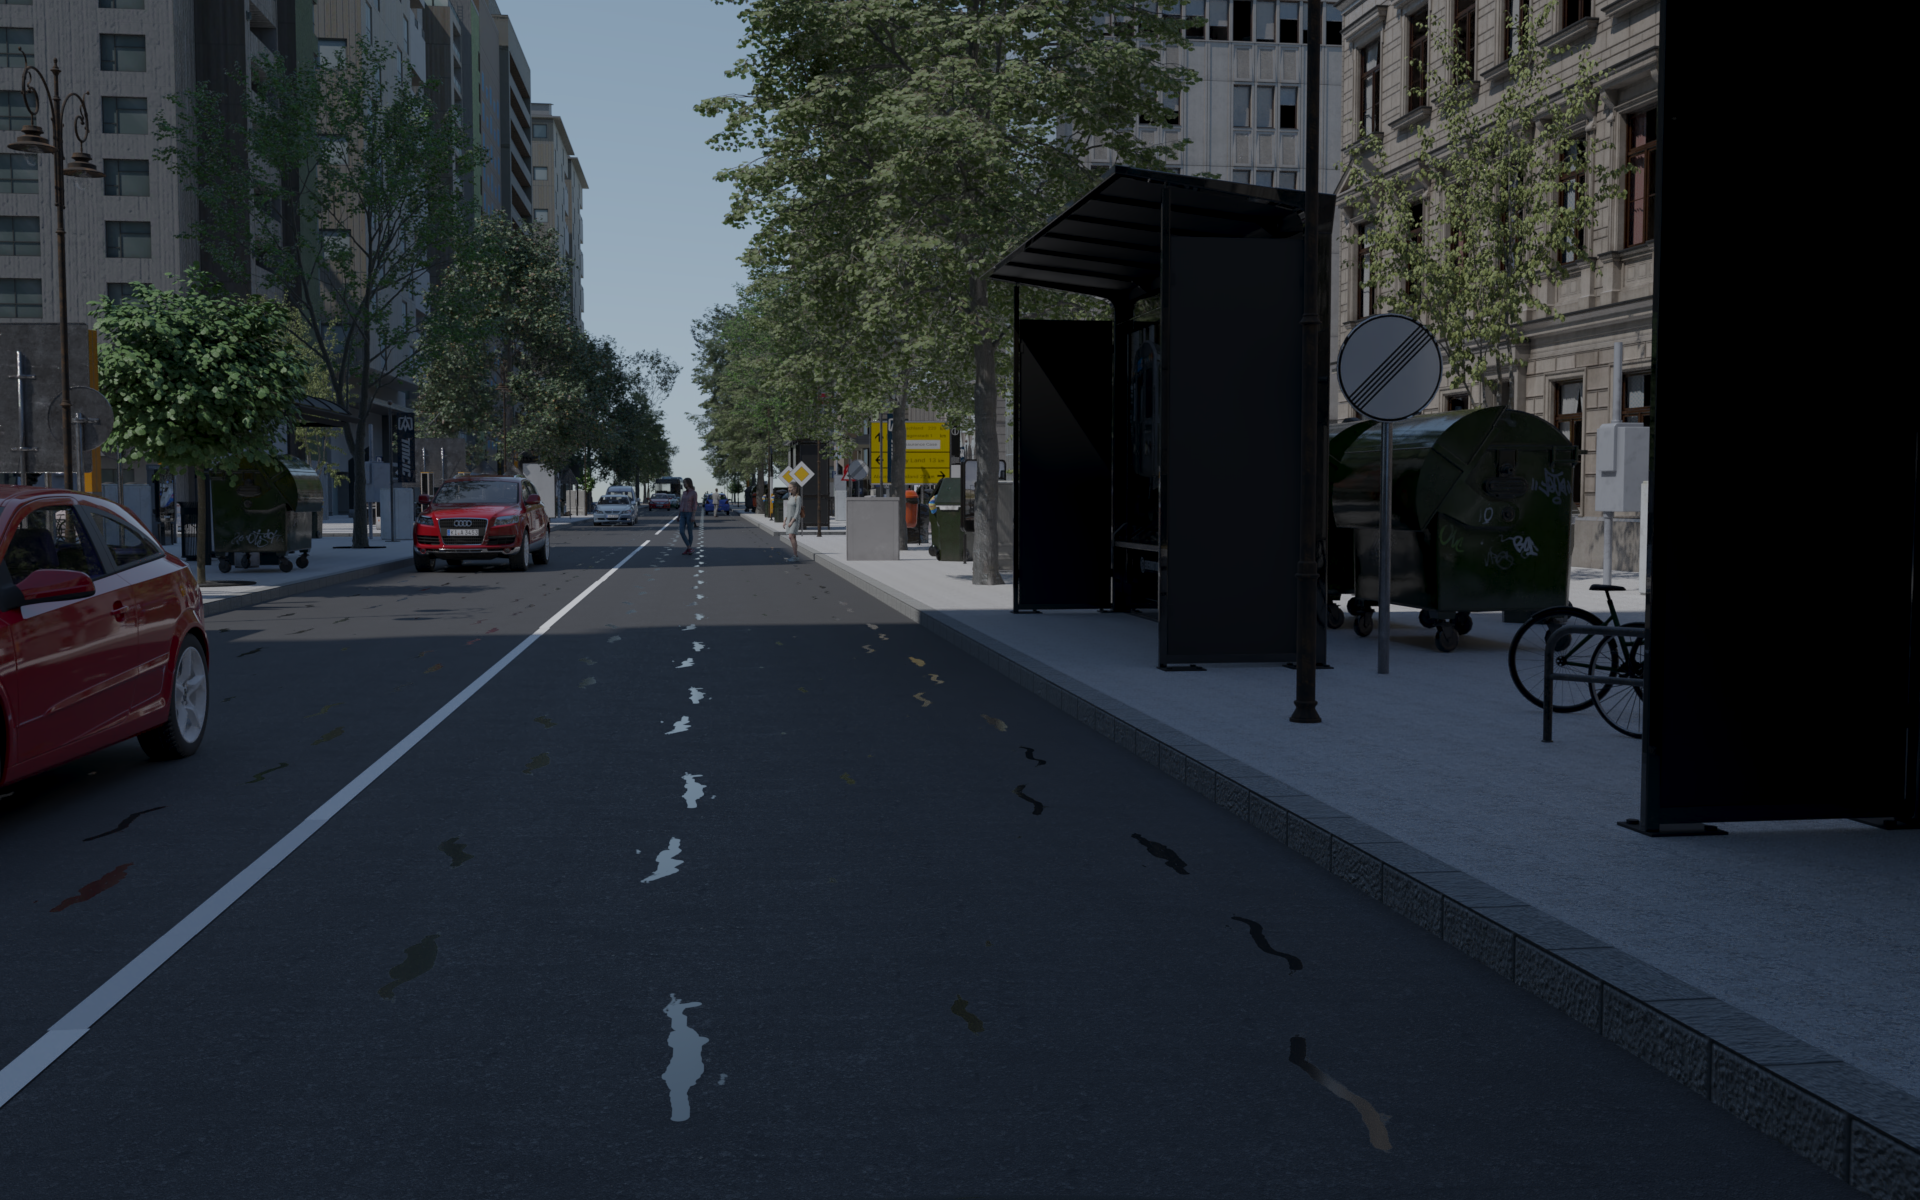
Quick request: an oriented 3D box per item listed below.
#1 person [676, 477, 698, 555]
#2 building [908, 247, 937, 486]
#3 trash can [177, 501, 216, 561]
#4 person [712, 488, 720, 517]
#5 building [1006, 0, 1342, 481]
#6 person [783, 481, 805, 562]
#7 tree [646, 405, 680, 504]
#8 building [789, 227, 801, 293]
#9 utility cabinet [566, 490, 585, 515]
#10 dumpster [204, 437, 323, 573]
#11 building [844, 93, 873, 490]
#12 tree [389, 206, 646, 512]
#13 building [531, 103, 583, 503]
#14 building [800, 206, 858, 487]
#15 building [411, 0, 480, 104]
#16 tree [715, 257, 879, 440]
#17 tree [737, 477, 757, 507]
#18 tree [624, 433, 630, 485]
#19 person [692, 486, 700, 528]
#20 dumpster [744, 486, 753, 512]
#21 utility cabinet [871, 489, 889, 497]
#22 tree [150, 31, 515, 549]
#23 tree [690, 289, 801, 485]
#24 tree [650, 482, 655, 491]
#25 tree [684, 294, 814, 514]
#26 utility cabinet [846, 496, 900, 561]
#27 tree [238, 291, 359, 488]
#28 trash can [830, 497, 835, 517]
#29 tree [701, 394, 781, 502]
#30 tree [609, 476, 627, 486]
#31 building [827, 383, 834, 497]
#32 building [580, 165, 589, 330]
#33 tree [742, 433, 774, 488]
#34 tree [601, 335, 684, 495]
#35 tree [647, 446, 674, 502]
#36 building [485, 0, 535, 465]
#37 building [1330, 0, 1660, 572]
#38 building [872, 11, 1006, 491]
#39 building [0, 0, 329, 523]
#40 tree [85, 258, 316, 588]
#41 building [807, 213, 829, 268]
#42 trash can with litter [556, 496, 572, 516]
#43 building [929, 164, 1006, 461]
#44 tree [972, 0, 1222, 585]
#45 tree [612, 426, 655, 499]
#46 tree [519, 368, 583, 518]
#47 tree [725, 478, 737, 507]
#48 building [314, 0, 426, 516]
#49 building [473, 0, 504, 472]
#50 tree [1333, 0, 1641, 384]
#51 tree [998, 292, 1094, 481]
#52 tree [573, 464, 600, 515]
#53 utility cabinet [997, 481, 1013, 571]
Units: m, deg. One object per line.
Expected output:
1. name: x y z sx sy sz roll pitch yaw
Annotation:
1. person: -6.445 -1.977 40.827 0.555 1.821 0.388 1 4 23
2. building: 2.401 -17.786 126.960 11.583 22.565 21.152 -1 4 -8
3. trash can: -14.664 -1.326 33.334 0.748 1.137 0.748 0 3 0
4. person: -15.074 -6.044 107.526 0.606 1.804 0.583 2 4 25
5. building: 12.936 -15.981 79.309 19.932 24.808 12.078 -1 4 -8
6. person: -3.547 -1.679 36.953 0.522 1.701 0.512 -3 4 -38
7. tree: -26.148 -12.517 121.657 9.611 12.733 9.660 0 3 0
8. building: -16.733 -40.418 284.530 21.300 48.544 21.600 -1 4 -8
9. utility cabinet: -23.253 -5.889 104.961 1.173 1.500 0.318 1 4 13
10. dumpster: -11.599 -1.613 28.873 1.502 2.255 1.985 -1 4 -8
11. building: -0.103 -31.703 172.965 22.147 44.769 28.867 -1 4 -8
12. tree: -18.004 -9.310 69.219 9.611 12.733 9.660 0 3 0
13. building: -67.648 -39.548 235.843 28.713 52.752 27.495 -1 4 -8
14. building: -17.070 -37.656 265.791 14.600 45.320 14.200 -1 4 -8
15. building: -45.832 -27.738 137.105 14.154 41.232 14.086 -1 4 -8
16. tree: -6.967 -9.175 75.759 9.928 11.665 9.643 0 3 0
17. tree: -19.875 -10.438 165.267 1.663 3.219 1.824 0 3 0
18. tree: -35.905 -16.810 192.969 7.486 12.596 7.792 0 3 0
19. person: -11.232 -3.923 73.043 0.661 1.777 0.834 3 4 36
20. dumpster: -14.699 -7.167 122.931 1.264 1.857 1.865 -1 4 -8
21. utility cabinet: -3.582 -4.208 77.479 0.318 1.500 1.173 -2 4 -34
22. tree: -14.230 -7.010 40.371 9.928 11.665 9.643 0 3 0
23. tree: -17.130 -18.225 153.875 12.611 20.169 13.585 0 3 0
24. tree: -49.931 -20.473 285.101 4.360 8.622 3.978 0 3 0
25. tree: -12.679 -12.478 110.670 9.857 13.997 8.962 0 3 0
26. utility cabinet: -1.685 -1.364 33.457 1.020 1.237 0.306 0 4 -6
27. tree: -24.907 -6.817 61.823 4.737 8.622 4.395 0 3 0
28. trash can: -7.548 -5.514 101.804 0.748 1.137 0.748 0 3 0
29. tree: -15.255 -11.883 128.697 8.767 10.594 7.601 0 4 -2
30. tree: -31.018 -9.935 157.044 1.663 3.219 1.824 0 3 0
31. building: -12.923 -28.542 238.363 14.160 30.474 14.107 -1 4 -8
32. building: -71.429 -41.210 263.026 28.713 52.752 27.495 -1 4 -8
33. tree: -16.329 -11.647 140.796 4.737 8.622 4.395 0 3 0
34. tree: -39.695 -21.445 206.514 12.611 20.169 13.585 0 3 0
35. tree: -42.801 -18.598 238.483 7.601 10.594 8.767 0 4 3
36. building: -53.372 -33.309 168.306 21.300 48.544 21.600 -1 4 -8
37. building: 15.015 -10.329 33.511 10.561 19.102 19.286 -1 4 -8
38. building: -0.833 -28.591 151.054 14.154 41.232 14.086 -1 4 -8
39. building: -37.393 -18.706 77.544 14.160 30.474 14.107 -1 4 -8
40. tree: -10.680 -2.477 24.205 4.285 4.588 4.351 0 3 0
41. building: -15.314 -34.759 251.905 14.154 41.232 14.086 -1 4 -8
42. trash can with litter: -22.725 -5.362 99.059 0.624 1.170 1.055 3 4 39
43. building: 5.979 -16.069 104.526 13.314 21.916 24.055 -1 4 -8
44. tree: -0.035 -6.484 24.139 7.486 12.596 7.792 0 3 0
45. tree: -29.742 -12.389 152.917 4.737 8.622 4.395 0 3 0
46. tree: -21.916 -8.801 94.256 4.737 8.622 4.395 0 3 0
47. tree: -23.021 -11.236 178.317 1.663 3.219 1.824 0 3 0
48. building: -49.473 -31.866 110.247 28.713 52.752 27.495 -1 4 -8
49. building: -47.840 -30.645 151.160 14.600 45.320 14.200 -1 4 -8
50. tree: 7.743 -4.603 25.617 4.737 8.622 4.395 0 3 0
51. tree: 2.812 -6.173 51.299 4.737 8.622 4.395 0 3 0
52. tree: -23.317 -6.908 107.547 1.663 3.219 1.824 0 3 0
53. utility cabinet: 0.968 -1.226 28.721 1.173 1.500 0.318 -1 4 -21
